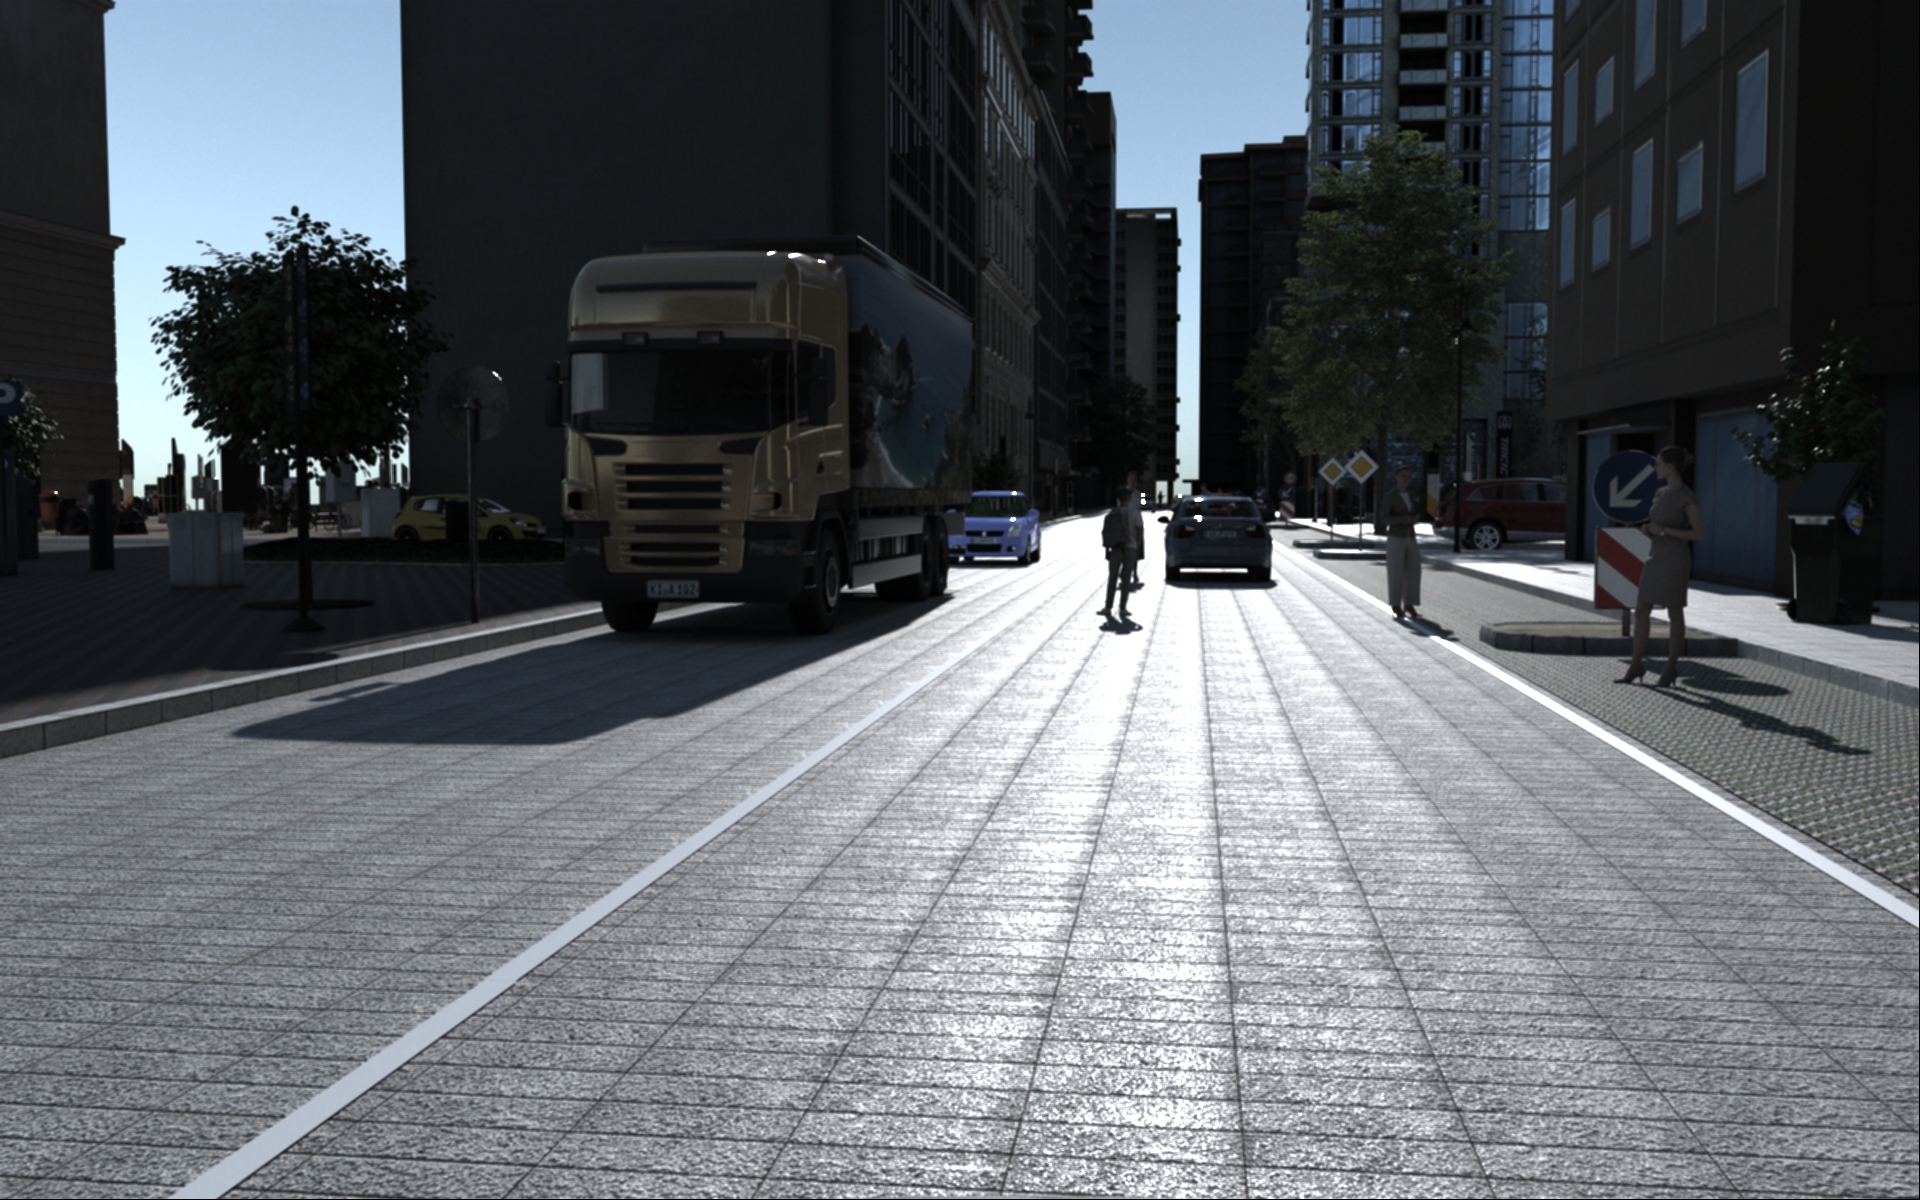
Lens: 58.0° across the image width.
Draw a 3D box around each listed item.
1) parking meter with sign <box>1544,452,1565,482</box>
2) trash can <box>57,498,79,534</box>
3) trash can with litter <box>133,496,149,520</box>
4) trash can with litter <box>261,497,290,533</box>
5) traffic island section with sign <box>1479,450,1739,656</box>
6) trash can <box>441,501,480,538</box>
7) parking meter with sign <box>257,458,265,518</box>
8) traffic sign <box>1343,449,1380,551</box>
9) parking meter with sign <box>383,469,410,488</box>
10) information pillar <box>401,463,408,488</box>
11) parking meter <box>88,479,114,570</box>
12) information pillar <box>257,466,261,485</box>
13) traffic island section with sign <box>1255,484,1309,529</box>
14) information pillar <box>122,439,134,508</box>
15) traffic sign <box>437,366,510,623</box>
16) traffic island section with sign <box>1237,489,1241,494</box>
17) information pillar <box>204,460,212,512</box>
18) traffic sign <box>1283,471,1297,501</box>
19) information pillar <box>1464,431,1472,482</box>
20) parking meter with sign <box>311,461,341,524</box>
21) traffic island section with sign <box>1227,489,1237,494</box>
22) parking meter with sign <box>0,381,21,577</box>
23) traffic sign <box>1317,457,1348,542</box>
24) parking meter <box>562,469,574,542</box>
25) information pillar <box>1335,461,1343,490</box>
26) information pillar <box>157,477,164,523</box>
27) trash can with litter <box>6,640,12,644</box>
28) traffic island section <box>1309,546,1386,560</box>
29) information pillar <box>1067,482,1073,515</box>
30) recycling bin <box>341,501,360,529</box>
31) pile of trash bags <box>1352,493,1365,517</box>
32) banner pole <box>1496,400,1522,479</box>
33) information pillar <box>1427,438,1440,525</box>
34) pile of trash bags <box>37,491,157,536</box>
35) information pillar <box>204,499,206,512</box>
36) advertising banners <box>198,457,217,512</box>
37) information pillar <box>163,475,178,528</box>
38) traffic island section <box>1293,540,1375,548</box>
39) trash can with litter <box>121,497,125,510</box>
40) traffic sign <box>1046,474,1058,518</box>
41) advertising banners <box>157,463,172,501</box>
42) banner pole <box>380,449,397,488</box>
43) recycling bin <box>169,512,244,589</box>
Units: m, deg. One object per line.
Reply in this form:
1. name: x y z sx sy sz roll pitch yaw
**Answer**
1. parking meter with sign: 24.531 -4.609 71.619 1.738 3.016 0.543 -2 4 -28
2. trash can: -29.020 -2.728 56.257 0.748 1.137 0.748 0 3 0
3. trash can with litter: -40.433 -4.516 85.217 0.624 1.170 1.055 0 4 1
4. trash can with litter: -22.601 -2.794 57.064 1.055 1.170 0.624 2 4 25
5. traffic island section with sign: 5.998 -0.469 16.292 1.989 1.847 2.006 0 4 8
6. trash can: -10.045 -1.421 34.887 0.748 1.137 0.748 0 3 0
7. parking meter with sign: -30.232 -4.715 73.358 1.738 3.016 0.543 2 4 27
8. traffic sign: 8.969 -2.147 38.747 0.795 2.450 0.064 0 4 8
9. parking meter with sign: -38.470 -7.434 117.802 1.738 3.016 0.543 1 4 18
10. information pillar: -41.391 -8.425 129.107 0.504 3.616 0.183 1 4 9
11. parking meter: -14.669 -1.295 29.577 0.372 1.533 0.369 0 3 0
12. information pillar: -36.459 -6.031 89.964 0.183 3.616 0.504 0 4 5
13. traffic island section with sign: 13.379 -3.855 71.664 1.989 1.847 2.006 0 4 8
14. information pillar: -35.314 -5.023 73.475 0.504 3.616 0.183 1 4 19
15. traffic sign: -4.840 -1.046 17.209 0.768 2.556 0.104 1 4 9
16. traffic island section with sign: 16.941 -5.490 98.384 1.989 1.847 2.006 0 4 8
17. information pillar: -51.539 -7.797 118.835 0.504 3.616 0.183 0 4 -2
18. traffic sign: 18.403 -5.902 96.596 0.768 2.556 0.104 1 4 12
19. information pillar: 18.942 -4.483 64.656 0.183 3.616 0.504 3 5 44
20. parking meter with sign: -26.741 -4.719 73.415 1.738 3.016 0.543 1 4 21
21. traffic island section with sign: 27.107 -10.153 174.624 1.989 1.847 2.006 0 4 8
22. parking meter with sign: -15.168 -1.904 27.393 0.543 3.016 1.738 -2 4 -31
23. traffic sign: 10.024 -2.631 46.662 0.795 2.450 0.064 0 4 8
24. parking meter: -8.971 -2.074 39.626 0.255 1.863 0.399 -1 4 -12
25. information pillar: 25.327 -7.615 115.861 0.504 3.616 0.183 3 4 36
26. information pillar: -34.901 -4.363 75.825 0.304 2.012 0.304 1 4 11
27. trash can with litter: -9.224 -0.255 15.228 1.678 1.210 2.233 -2 4 -24
28. traffic island section: 8.993 -1.012 38.821 2.009 0.180 2.903 0 4 8
29. information pillar: 6.589 -6.091 104.080 0.304 2.012 0.304 -1 4 -13
30. recycling bin: -22.850 -3.197 64.818 0.722 1.027 0.722 -1 4 -17
31. pile of trash bags: 22.875 -5.397 97.992 1.912 1.369 3.447 -1 4 -11
32. banner pole: 14.609 -3.426 46.026 0.863 3.779 0.401 -1 4 -9
33. information pillar: 19.505 -4.889 71.295 0.504 3.616 0.183 2 4 33
34. pile of trash bags: -27.300 -2.717 54.170 1.912 1.369 3.447 1 4 19
35. information pillar: -52.361 -7.083 120.299 0.304 2.012 0.304 -2 4 -30
36. advertising banners: -35.033 -5.165 80.629 0.090 3.025 2.074 -3 5 -43
37. information pillar: -29.984 -3.757 65.925 0.304 2.012 0.304 3 4 38
38. traffic island section: 10.048 -1.496 46.736 2.009 0.180 2.903 0 4 8
39. trash can with litter: -34.672 -3.627 70.691 1.055 1.170 0.624 -1 4 -19
40. traffic sign: 4.696 -5.277 88.403 0.606 2.300 0.079 1 4 17
41. advertising banners: -44.915 -6.219 97.873 0.090 3.025 2.074 0 4 -3
42. banner pole: -25.310 -5.271 76.191 0.401 3.779 0.863 1 4 19
43. recycling bin: -10.361 -0.690 23.830 0.722 1.027 0.722 0 4 4
